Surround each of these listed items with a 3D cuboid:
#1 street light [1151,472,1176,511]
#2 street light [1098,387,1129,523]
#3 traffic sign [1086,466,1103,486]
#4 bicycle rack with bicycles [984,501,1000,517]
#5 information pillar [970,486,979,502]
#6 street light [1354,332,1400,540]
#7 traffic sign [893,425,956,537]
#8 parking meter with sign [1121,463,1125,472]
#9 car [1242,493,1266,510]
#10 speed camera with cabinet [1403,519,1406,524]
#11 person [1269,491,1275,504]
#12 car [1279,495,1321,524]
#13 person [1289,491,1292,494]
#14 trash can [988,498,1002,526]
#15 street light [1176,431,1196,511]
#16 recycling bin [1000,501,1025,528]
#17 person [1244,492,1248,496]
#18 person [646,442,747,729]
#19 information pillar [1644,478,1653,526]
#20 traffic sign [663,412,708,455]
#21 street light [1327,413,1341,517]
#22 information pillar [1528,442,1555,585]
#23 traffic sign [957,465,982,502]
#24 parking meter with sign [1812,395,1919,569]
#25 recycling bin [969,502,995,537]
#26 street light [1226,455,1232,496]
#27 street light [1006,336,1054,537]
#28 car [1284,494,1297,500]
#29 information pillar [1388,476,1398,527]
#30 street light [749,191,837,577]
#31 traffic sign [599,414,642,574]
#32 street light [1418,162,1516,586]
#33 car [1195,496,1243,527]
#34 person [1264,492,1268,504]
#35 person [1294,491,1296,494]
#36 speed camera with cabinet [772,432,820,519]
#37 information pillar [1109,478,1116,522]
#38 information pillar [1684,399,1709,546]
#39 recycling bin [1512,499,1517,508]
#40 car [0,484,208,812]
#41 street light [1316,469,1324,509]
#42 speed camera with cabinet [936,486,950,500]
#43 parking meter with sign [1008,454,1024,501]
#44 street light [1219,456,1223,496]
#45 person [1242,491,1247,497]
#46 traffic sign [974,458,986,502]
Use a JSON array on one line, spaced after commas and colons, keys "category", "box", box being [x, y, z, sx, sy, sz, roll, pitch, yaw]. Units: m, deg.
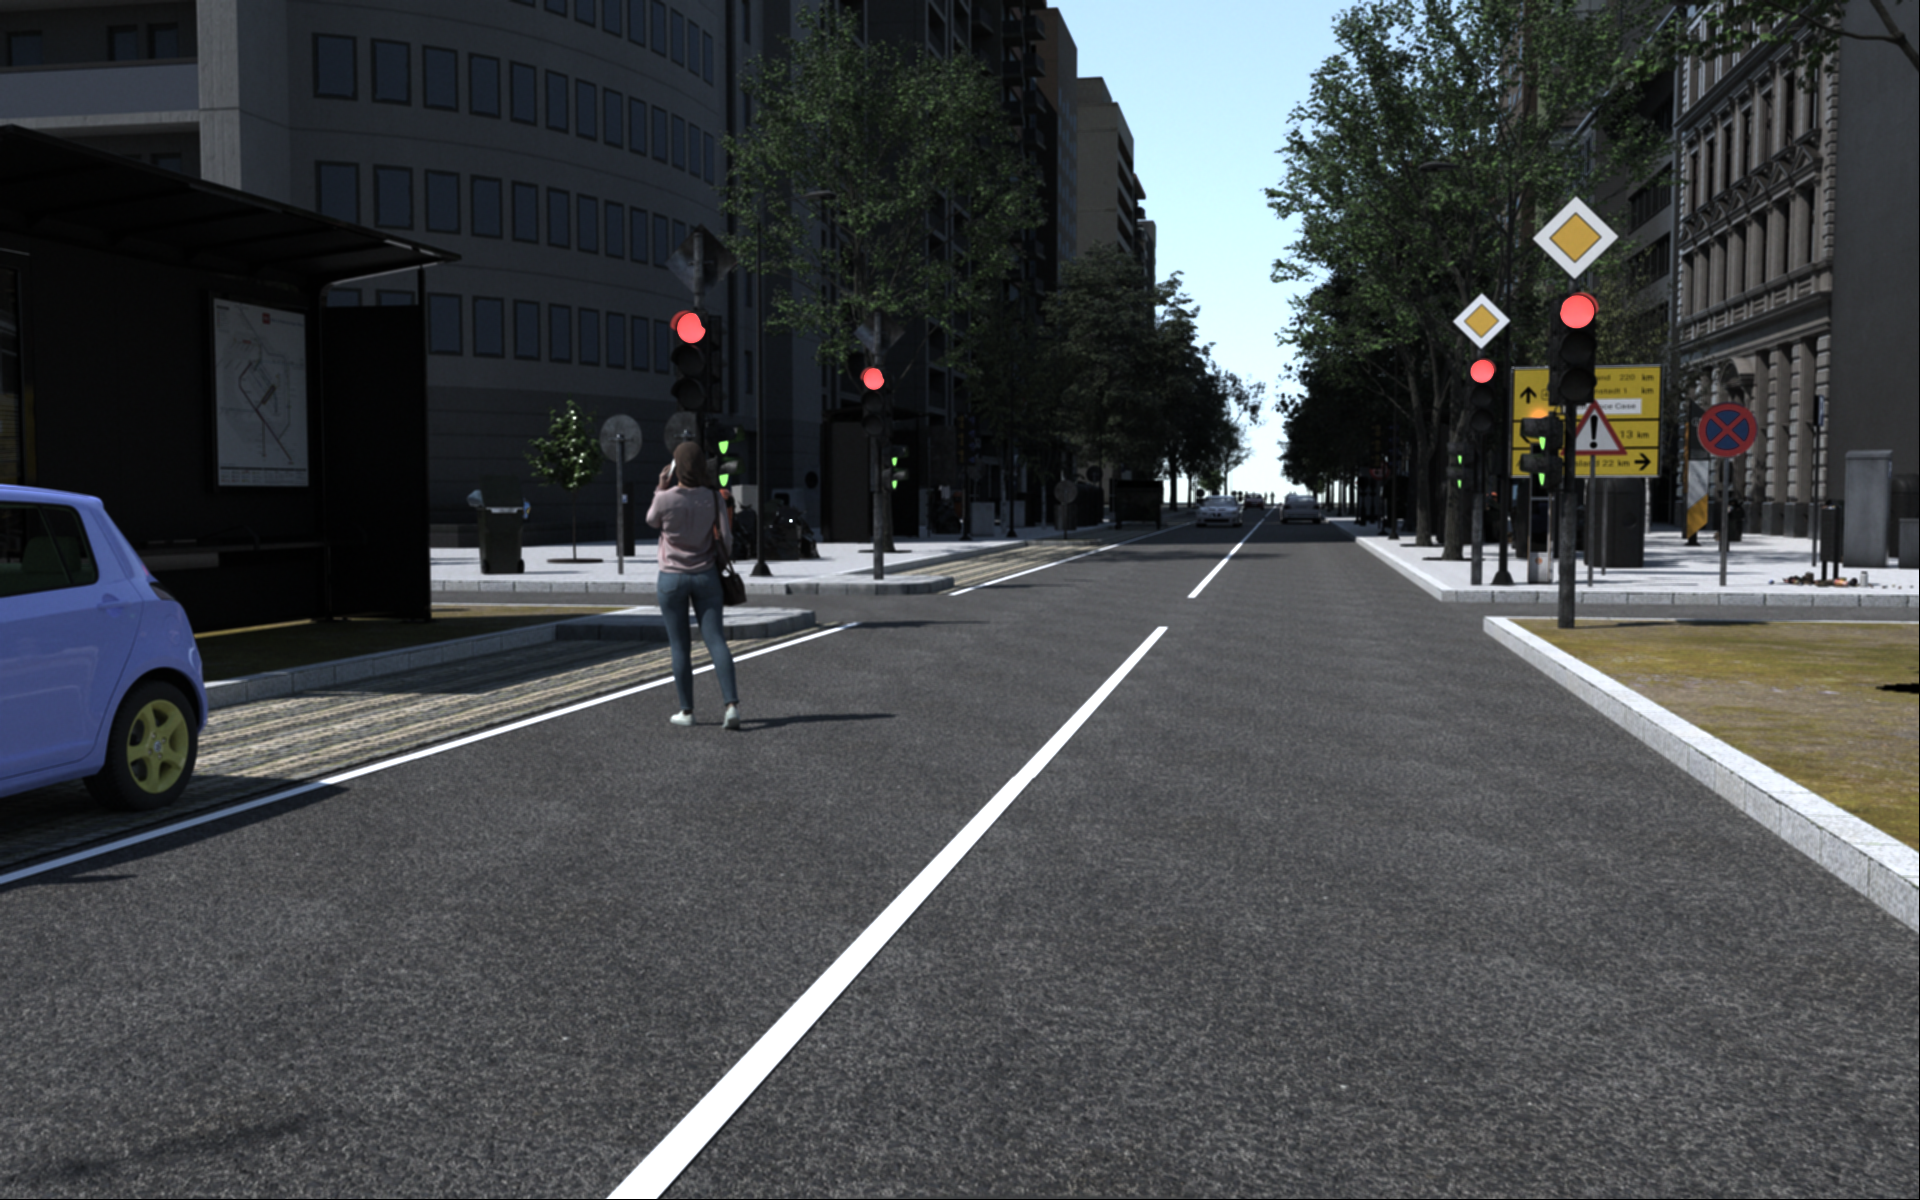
[{"category": "street light", "box": [11.920, -7.979, 102.998, 1.470, 5.913, 1.316, 1, 4, 11]}, {"category": "street light", "box": [6.664, -6.294, 75.447, 1.470, 5.913, 1.316, 1, 4, 11]}, {"category": "traffic sign", "box": [6.000, -4.727, 77.397, 0.768, 2.556, 0.104, 1, 4, 17]}, {"category": "bicycle rack with bicycles", "box": [2.117, -4.796, 91.789, 2.852, 0.926, 2.925, -1, 4, -20]}, {"category": "information pillar", "box": [0.547, -3.948, 69.039, 0.304, 2.012, 0.304, 3, 4, 36]}, {"category": "street light", "box": [11.714, -4.665, 48.818, 1.470, 5.913, 1.316, 1, 4, 11]}, {"category": "traffic sign", "box": [-1.246, -3.531, 51.597, 2.265, 3.308, 0.079, 1, 4, 11]}, {"category": "parking meter with sign", "box": [9.075, -6.126, 96.424, 0.543, 3.016, 1.738, 1, 4, 18]}, {"category": "car", "box": [26.537, -9.014, 156.412, 2.155, 1.783, 4.494, 1, 4, 9]}, {"category": "speed camera with cabinet", "box": [18.128, -4.552, 68.753, 0.660, 3.252, 2.038, 2, 4, 27]}, {"category": "person", "box": [43.370, -14.192, 240.620, 0.705, 1.814, 1.350, -2, 4, -29]}, {"category": "car", "box": [16.674, -4.434, 84.858, 2.083, 1.381, 4.827, 1, 4, 9]}, {"category": "person", "box": [44.188, -13.643, 231.641, 1.350, 1.814, 0.705, 0, 4, 6]}, {"category": "trash can", "box": [1.484, -3.620, 70.840, 0.748, 1.137, 0.748, 0, 3, 0]}, {"category": "street light", "box": [16.473, -9.481, 127.560, 1.470, 5.913, 1.316, 1, 4, 11]}, {"category": "recycling bin", "box": [2.006, -3.267, 65.968, 0.722, 1.027, 0.722, -2, 4, -28]}, {"category": "person", "box": [39.669, -14.058, 239.163, 1.217, 1.723, 0.721, -2, 4, -24]}, {"category": "person", "box": [-1.587, -0.093, 10.616, 0.593, 1.750, 0.643, -1, 4, -20]}, {"category": "information pillar", "box": [27.602, -3.973, 69.447, 0.304, 2.012, 0.304, 1, 4, 19]}, {"category": "traffic sign", "box": [-4.108, -1.587, 26.047, 0.768, 2.556, 0.104, 1, 4, 13]}, {"category": "street light", "box": [16.372, -6.178, 73.557, 1.470, 5.913, 1.316, 1, 4, 11]}, {"category": "information pillar", "box": [8.273, -1.232, 24.637, 0.304, 2.012, 0.304, 2, 4, 29]}, {"category": "traffic sign", "box": [0.319, -3.666, 59.941, 0.884, 2.594, 0.081, 1, 4, 13]}, {"category": "parking meter with sign", "box": [15.790, -2.069, 30.087, 1.738, 3.016, 0.543, 2, 4, 35]}, {"category": "recycling bin", "box": [0.667, -2.450, 52.616, 0.722, 1.027, 0.722, 0, 4, -4]}, {"category": "street light", "box": [31.647, -14.369, 207.475, 1.470, 5.913, 1.316, 1, 4, 11]}, {"category": "street light", "box": [2.065, -4.805, 51.102, 1.470, 5.913, 1.316, 1, 4, 11]}, {"category": "car", "box": [43.719, -13.405, 228.216, 2.155, 1.783, 4.494, 1, 4, 11]}, {"category": "information pillar", "box": [17.100, -3.911, 68.434, 0.304, 2.012, 0.304, 3, 5, 43]}, {"category": "street light", "box": [-2.578, -3.319, 26.802, 1.470, 5.913, 1.316, 1, 4, 11]}, {"category": "traffic sign", "box": [-5.431, -1.685, 27.656, 0.768, 2.556, 0.104, 1, 4, 18]}, {"category": "street light", "box": [7.114, -3.167, 24.319, 1.470, 5.913, 1.316, 1, 4, 11]}, {"category": "car", "box": [11.442, -3.909, 76.280, 2.083, 1.381, 4.827, 1, 4, 12]}, {"category": "person", "box": [43.942, -14.623, 248.120, 0.750, 1.759, 0.617, 3, 5, 45]}, {"category": "person", "box": [46.078, -14.060, 238.519, 1.348, 1.807, 0.705, 0, 4, -4]}, {"category": "speed camera with cabinet", "box": [-5.138, -3.761, 55.825, 2.038, 3.252, 0.660, 2, 4, 35]}, {"category": "information pillar", "box": [6.953, -4.518, 78.355, 0.304, 2.012, 0.304, -2, 4, -33]}, {"category": "information pillar", "box": [18.231, -3.146, 42.800, 0.504, 3.616, 0.183, 0, 4, 3]}, {"category": "recycling bin", "box": [26.353, -4.191, 81.084, 0.722, 1.027, 0.722, -1, 4, -15]}, {"category": "car", "box": [-4.678, 0.176, 6.710, 1.945, 1.707, 3.694, 1, 4, 11]}, {"category": "street light", "box": [21.501, -7.827, 100.506, 1.470, 5.913, 1.316, 1, 4, 11]}, {"category": "speed camera with cabinet", "box": [-1.264, -5.543, 84.969, 0.660, 3.252, 2.038, -2, 4, -32]}, {"category": "parking meter with sign", "box": [2.335, -4.800, 74.745, 0.543, 3.016, 1.738, 1, 4, 15]}, {"category": "street light", "box": [26.969, -12.892, 183.331, 1.470, 5.913, 1.316, 1, 4, 11]}, {"category": "person", "box": [34.120, -12.125, 207.270, 0.750, 1.759, 0.617, 0, 4, 4]}, {"category": "traffic sign", "box": [0.542, -3.713, 60.816, 0.768, 2.556, 0.104, 1, 4, 18]}]
